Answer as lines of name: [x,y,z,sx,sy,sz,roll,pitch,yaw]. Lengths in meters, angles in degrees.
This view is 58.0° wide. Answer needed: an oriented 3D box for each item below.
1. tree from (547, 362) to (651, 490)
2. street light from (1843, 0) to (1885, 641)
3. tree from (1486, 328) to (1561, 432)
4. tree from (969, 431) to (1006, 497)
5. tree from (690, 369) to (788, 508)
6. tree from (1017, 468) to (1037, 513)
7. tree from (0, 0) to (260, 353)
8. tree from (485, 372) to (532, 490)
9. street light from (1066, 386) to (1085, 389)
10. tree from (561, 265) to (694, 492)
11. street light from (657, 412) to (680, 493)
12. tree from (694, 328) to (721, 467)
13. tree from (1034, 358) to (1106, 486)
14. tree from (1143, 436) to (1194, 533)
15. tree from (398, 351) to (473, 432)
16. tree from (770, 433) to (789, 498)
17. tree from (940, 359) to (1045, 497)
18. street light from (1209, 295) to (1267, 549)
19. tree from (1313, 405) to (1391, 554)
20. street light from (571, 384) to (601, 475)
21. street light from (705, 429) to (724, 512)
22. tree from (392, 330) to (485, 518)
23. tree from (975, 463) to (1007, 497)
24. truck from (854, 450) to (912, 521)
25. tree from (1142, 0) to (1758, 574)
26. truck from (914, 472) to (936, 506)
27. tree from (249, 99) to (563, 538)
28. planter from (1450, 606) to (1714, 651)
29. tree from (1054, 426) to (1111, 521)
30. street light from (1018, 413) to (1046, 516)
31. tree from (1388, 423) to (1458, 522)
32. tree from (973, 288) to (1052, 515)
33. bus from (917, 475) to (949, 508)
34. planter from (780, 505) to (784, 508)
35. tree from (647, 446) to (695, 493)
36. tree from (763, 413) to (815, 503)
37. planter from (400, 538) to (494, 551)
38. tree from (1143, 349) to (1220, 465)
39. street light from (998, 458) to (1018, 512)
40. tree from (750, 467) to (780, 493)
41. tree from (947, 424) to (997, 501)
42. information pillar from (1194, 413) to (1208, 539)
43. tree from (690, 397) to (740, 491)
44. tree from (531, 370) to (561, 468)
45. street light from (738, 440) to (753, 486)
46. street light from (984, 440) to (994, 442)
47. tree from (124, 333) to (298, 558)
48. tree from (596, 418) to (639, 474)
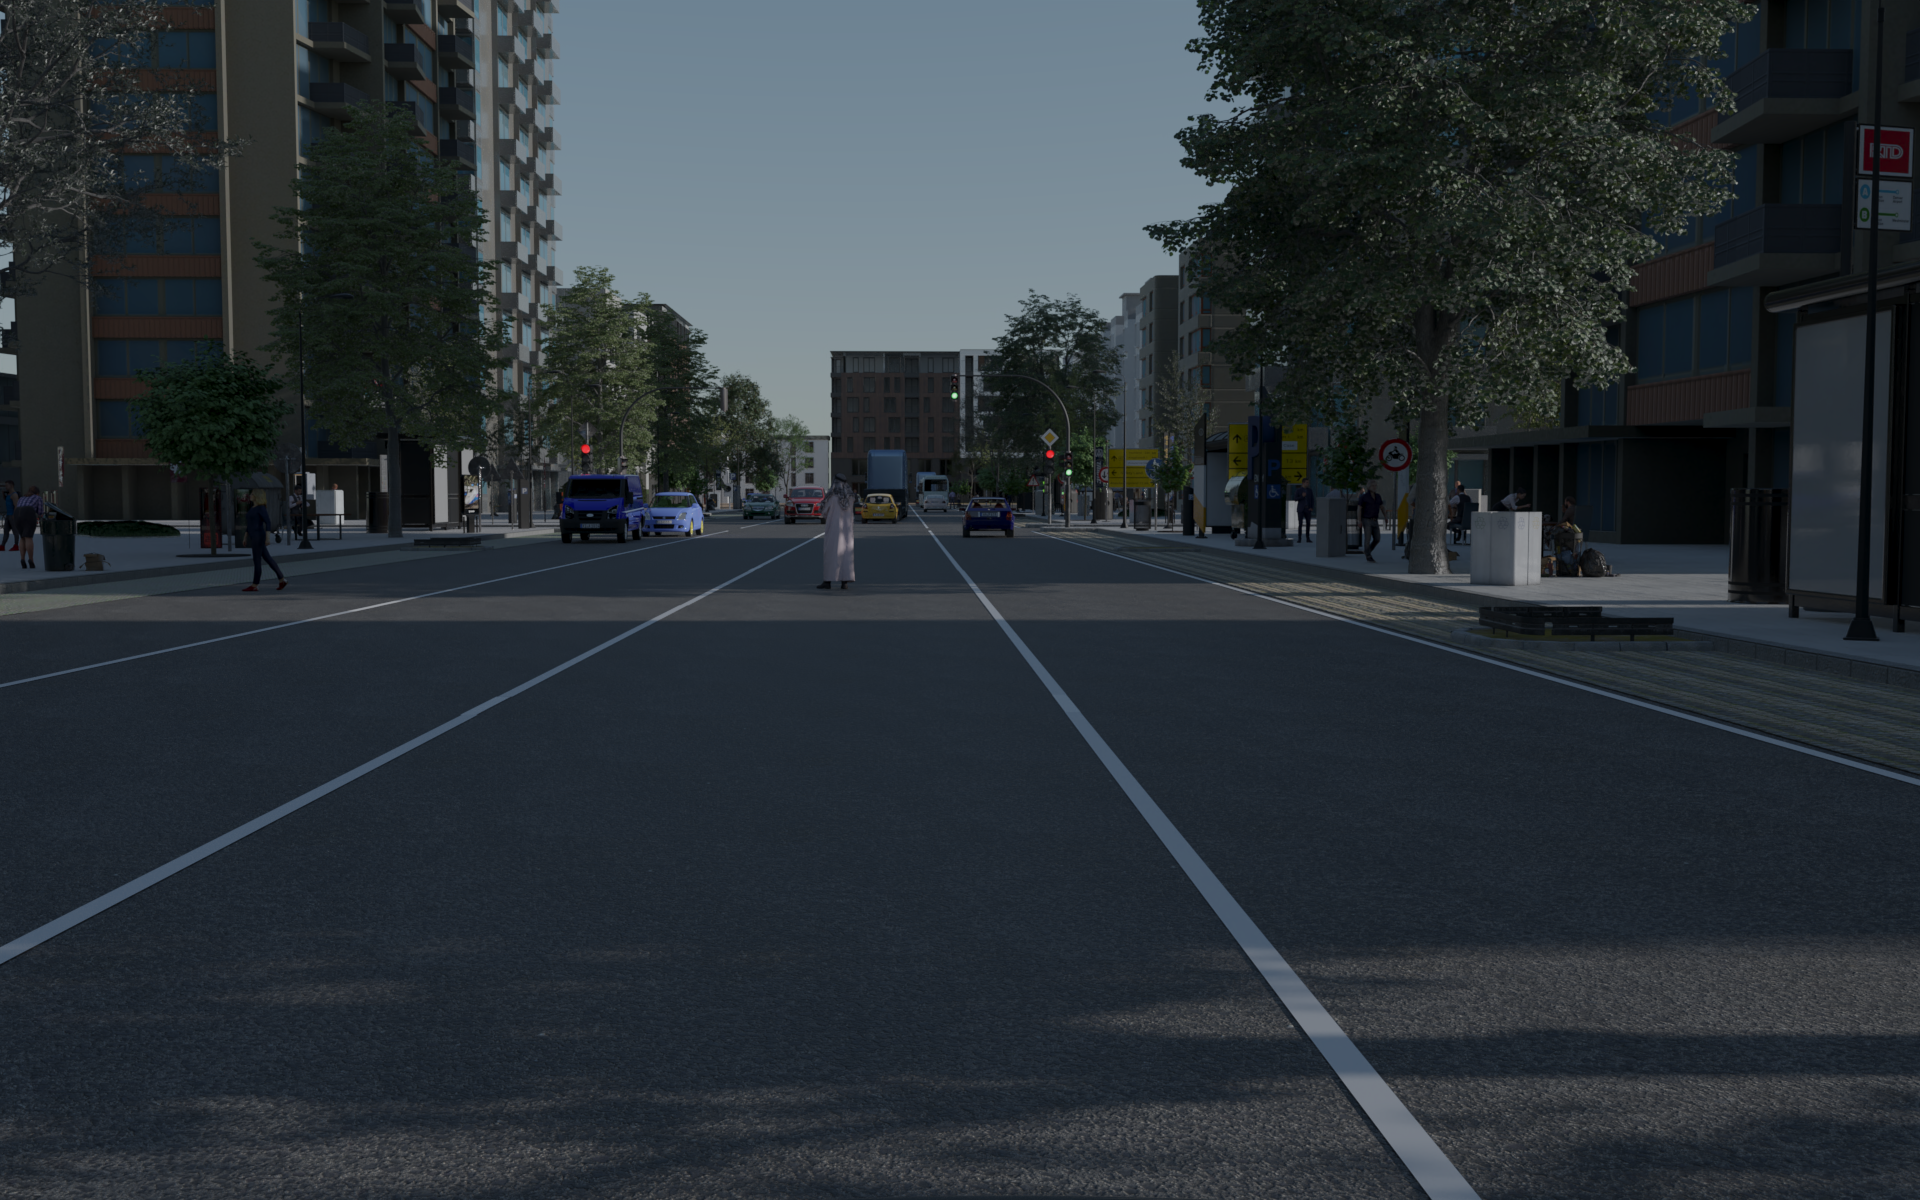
tree: [-19.741,-8.822,94.608,4.737,8.622,4.395,0,3,0]
street light: [7.399,-2.601,15.068,1.470,5.913,1.316,0,4,-2]
tree: [19.606,-6.618,58.561,4.737,8.622,4.395,0,3,0]
tree: [3.091,-14.465,186.859,4.737,8.622,4.395,0,3,0]
tree: [-20.516,-14.828,159.449,9.611,12.733,9.660,0,3,0]
tree: [4.337,-7.551,118.053,1.663,3.219,1.824,0,3,0]
tree: [-15.579,-7.024,25.209,12.009,13.543,11.850,0,3,0]
tree: [-25.769,-8.710,92.775,4.360,8.622,3.978,0,3,0]
street light: [5.225,-6.234,74.471,1.470,5.913,1.316,0,4,-2]
tree: [-18.181,-10.314,86.765,7.486,12.596,7.792,0,3,0]
street light: [-16.549,-7.680,98.110,1.470,5.913,1.316,0,4,-2]
tree: [-18.090,-11.501,106.166,7.486,12.596,7.792,0,3,0]
tree: [5.826,-8.829,94.714,4.737,8.622,4.395,0,3,0]
tree: [7.172,-3.864,57.770,1.663,3.219,1.824,0,3,0]
tree: [-25.571,-8.202,84.461,4.737,8.622,4.395,0,3,0]
tree: [-22.439,-15.833,209.233,4.360,8.622,3.978,0,3,0]
tree: [3.317,-15.117,157.533,12.009,13.543,11.850,0,3,0]
street light: [6.462,-4.143,40.278,1.470,5.913,1.316,0,4,-2]
tree: [8.491,-2.616,37.370,1.663,3.219,1.824,0,3,0]
street light: [-15.880,-6.166,73.363,1.470,5.913,1.316,0,4,-2]
street light: [-17.425,-9.197,122.908,1.470,5.913,1.316,0,4,-2]
tree: [-23.322,-7.730,76.752,4.360,8.622,3.978,0,3,0]
tree: [3.273,-12.048,180.698,4.285,4.588,4.351,0,3,0]
truck: [-4.400,-6.716,99.570,2.967,4.110,18.799,0,4,0]
tree: [7.511,-7.400,27.653,9.857,13.997,8.962,0,3,0]
truck: [-4.023,-13.259,206.549,2.967,4.110,18.799,0,4,-1]
tree: [-17.096,-8.113,50.773,7.486,12.596,7.792,0,3,0]
planter: [5.826,0.273,16.669,1.991,0.319,1.994,0,4,-2]
tree: [6.052,-6.091,83.306,4.285,4.588,4.351,0,3,0]
street light: [4.292,-7.793,99.952,1.470,5.913,1.316,0,4,-2]
tree: [21.183,-5.858,79.500,4.285,4.588,4.351,0,3,0]
tree: [5.755,-12.349,108.567,9.857,13.997,8.962,0,3,0]
bus: [-2.756,-11.177,177.603,2.948,3.499,13.247,0,4,-3]
planter: [-17.576,-9.467,175.927,1.991,0.319,1.994,0,4,-2]
tree: [-18.804,-7.939,113.516,4.285,4.588,4.351,0,3,0]
tree: [-22.562,-18.254,224.209,9.928,11.665,9.643,0,3,0]
planter: [-13.054,-1.418,44.323,1.991,0.319,1.994,0,4,-2]
tree: [11.343,-8.371,87.226,4.360,8.622,3.978,0,3,0]
street light: [3.628,-9.303,124.637,1.470,5.913,1.316,0,4,-2]
tree: [-20.815,-12.246,183.935,4.285,4.588,4.351,0,3,0]
tree: [1.707,-17.788,225.249,7.601,10.594,8.767,0,4,5]
information pillar: [6.944,-3.590,50.043,0.183,3.616,0.504,-2,4,-29]
tree: [-18.563,-10.846,127.687,4.737,8.622,4.395,0,3,0]
tree: [-26.017,-9.373,103.603,4.360,8.622,3.978,0,3,0]
street light: [-18.357,-10.706,147.584,1.470,5.913,1.316,0,4,-2]
street light: [2.768,-10.812,149.315,1.470,5.913,1.316,0,4,-2]
tree: [-15.323,-3.174,35.605,4.285,4.588,4.351,0,3,0]
tree: [-25.510,-11.017,130.485,4.360,8.622,3.978,0,3,0]
